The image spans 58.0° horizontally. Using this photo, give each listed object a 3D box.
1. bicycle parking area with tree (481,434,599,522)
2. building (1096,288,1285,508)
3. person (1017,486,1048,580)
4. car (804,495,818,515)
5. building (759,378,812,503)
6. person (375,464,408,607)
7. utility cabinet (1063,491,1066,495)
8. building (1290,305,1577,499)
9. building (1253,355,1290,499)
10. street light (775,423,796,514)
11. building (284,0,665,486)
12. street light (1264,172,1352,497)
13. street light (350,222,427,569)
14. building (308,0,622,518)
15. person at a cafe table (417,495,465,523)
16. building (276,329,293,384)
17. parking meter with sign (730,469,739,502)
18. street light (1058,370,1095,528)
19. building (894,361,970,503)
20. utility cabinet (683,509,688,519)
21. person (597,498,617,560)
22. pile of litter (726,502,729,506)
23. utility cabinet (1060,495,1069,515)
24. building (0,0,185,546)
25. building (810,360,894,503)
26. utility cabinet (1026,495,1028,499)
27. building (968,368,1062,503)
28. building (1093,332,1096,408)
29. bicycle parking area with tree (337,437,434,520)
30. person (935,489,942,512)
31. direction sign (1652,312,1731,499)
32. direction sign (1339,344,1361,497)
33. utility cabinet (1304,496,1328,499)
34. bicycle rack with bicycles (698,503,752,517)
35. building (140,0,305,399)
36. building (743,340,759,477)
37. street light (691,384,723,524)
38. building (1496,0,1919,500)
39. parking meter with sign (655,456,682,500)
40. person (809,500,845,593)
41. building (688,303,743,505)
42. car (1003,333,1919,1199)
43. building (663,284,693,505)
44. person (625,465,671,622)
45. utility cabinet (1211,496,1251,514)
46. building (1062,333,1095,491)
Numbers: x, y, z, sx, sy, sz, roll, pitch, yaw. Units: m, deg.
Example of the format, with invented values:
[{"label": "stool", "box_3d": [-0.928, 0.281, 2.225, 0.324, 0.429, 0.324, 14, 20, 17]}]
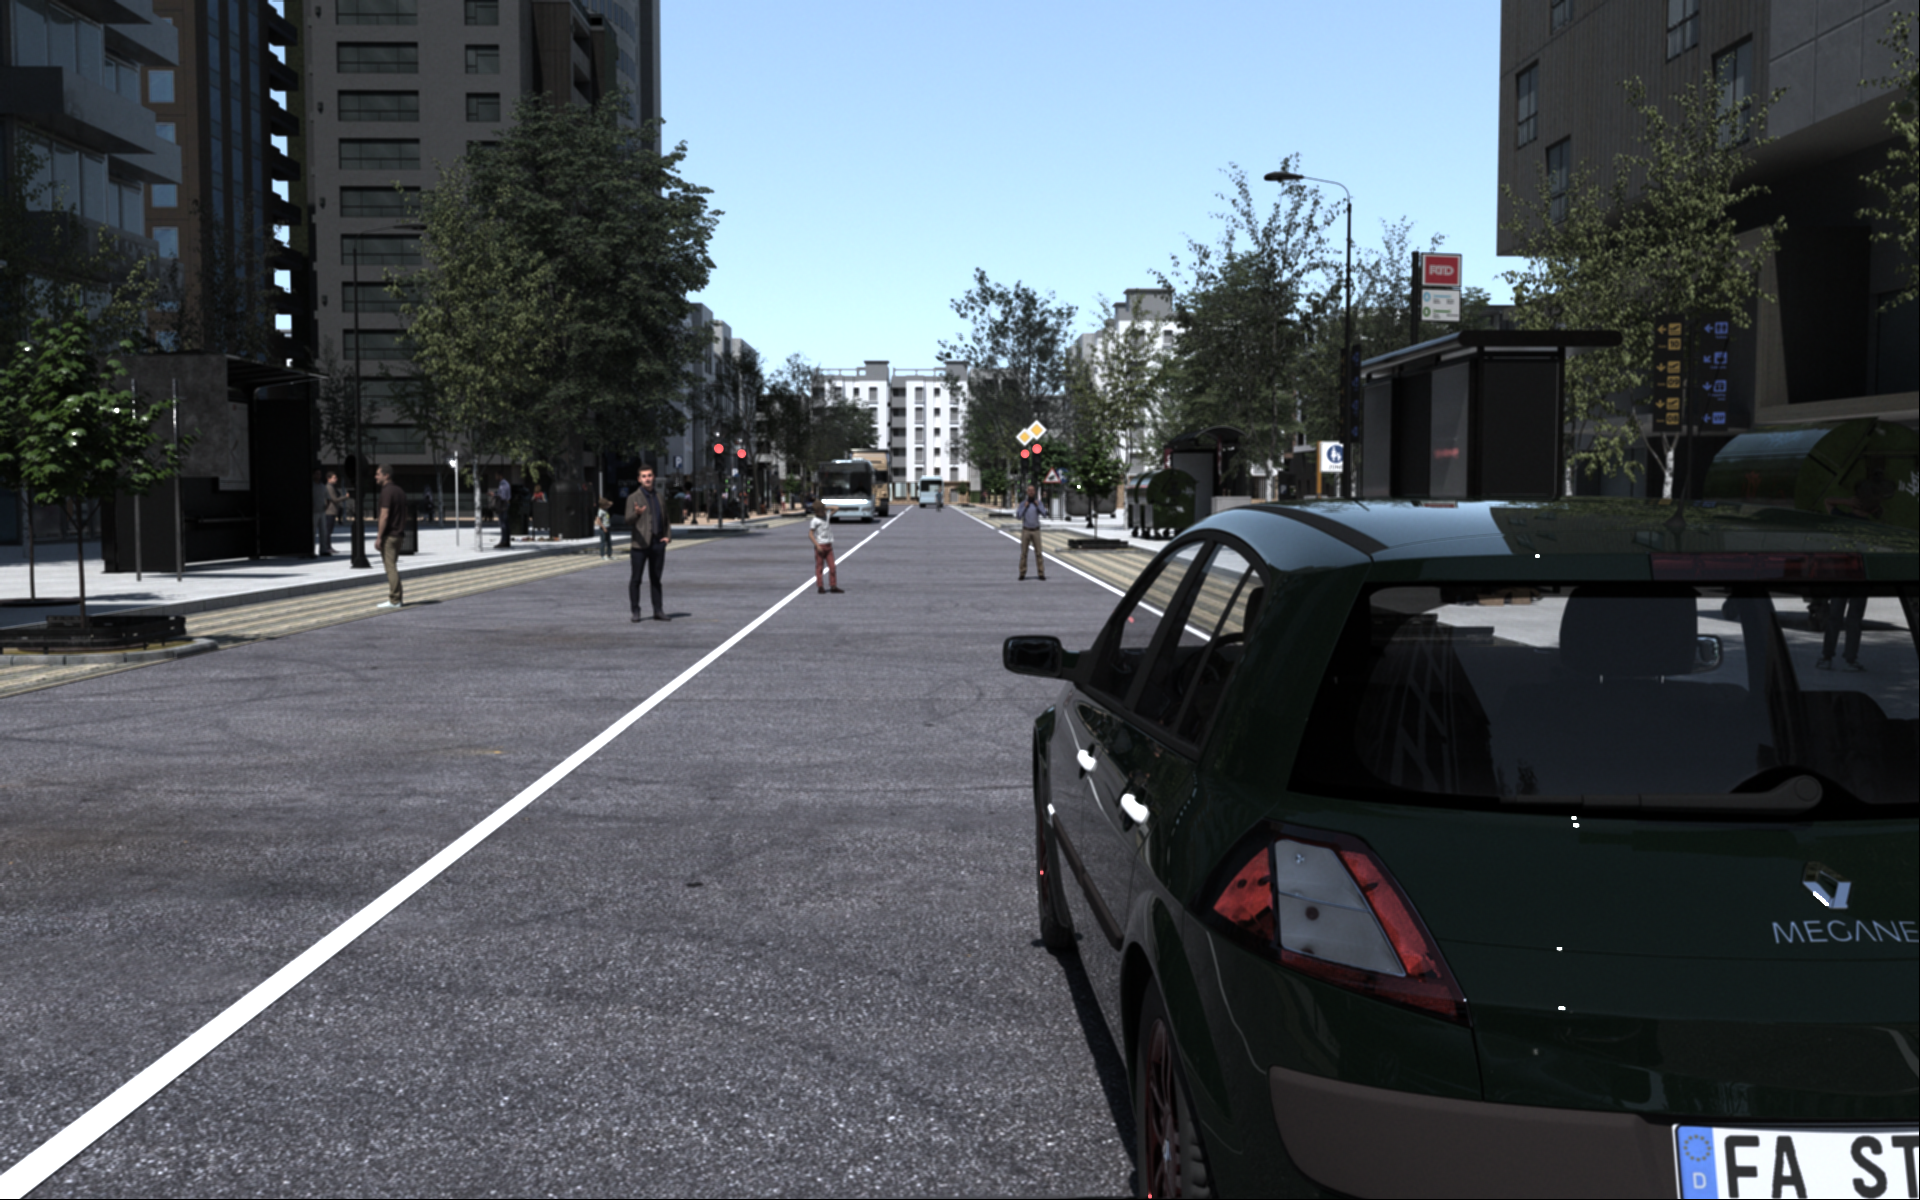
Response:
[{"label": "bicycle parking area with tree", "box_3d": [-19.464, -5.927, 83.903, 8.231, 4.147, 9.016, 0, 4, -6]}, {"label": "building", "box_3d": [21.781, -18.865, 164.864, 16.016, 20.091, 11.380, 0, 4, -1]}, {"label": "person", "box_3d": [1.201, -1.117, 28.819, 0.516, 1.574, 0.319, 0, 4, 5]}, {"label": "car", "box_3d": [-9.960, -6.678, 121.762, 1.945, 1.354, 3.894, 0, 4, -2]}, {"label": "building", "box_3d": [-37.689, -23.500, 250.677, 31.486, 18.905, 16.747, 0, 4, -1]}, {"label": "person", "box_3d": [-7.206, -0.808, 21.842, 0.434, 1.807, 0.598, 1, 4, 17]}, {"label": "utility cabinet", "box_3d": [7.244, -6.364, 112.736, 1.173, 1.500, 0.318, -2, 4, -28]}, {"label": "building", "box_3d": [57.905, -21.842, 201.087, 32.646, 21.610, 27.936, 0, 4, -1]}, {"label": "building", "box_3d": [48.966, -25.349, 258.431, 32.646, 21.610, 27.936, 0, 4, -1]}, {"label": "street light", "box_3d": [-11.447, -8.613, 113.369, 1.470, 5.913, 1.316, 0, 4, -1]}, {"label": "building", "box_3d": [-34.640, -35.810, 127.498, 21.231, 58.520, 28.212, 0, 4, -1]}, {"label": "street light", "box_3d": [5.078, -3.217, 25.138, 1.470, 5.913, 1.316, 0, 4, -1]}, {"label": "street light", "box_3d": [-9.805, -3.500, 29.759, 1.470, 5.913, 1.316, 0, 4, -1]}, {"label": "building", "box_3d": [-27.678, -20.041, 99.374, 14.160, 30.474, 14.107, 0, 4, -1]}, {"label": "person at a cafe table", "box_3d": [-23.200, -4.032, 76.790, 1.698, 1.238, 1.726, 3, 4, 38]}, {"label": "building", "box_3d": [-74.676, -21.281, 204.364, 11.380, 20.091, 16.016, 0, 4, -1]}, {"label": "parking meter with sign", "box_3d": [-15.334, -7.414, 117.486, 0.543, 3.016, 1.738, 0, 4, -1]}, {"label": "street light", "box_3d": [4.363, -5.658, 65.046, 1.470, 5.913, 1.316, 0, 4, -1]}, {"label": "building", "box_3d": [-4.420, -24.174, 251.657, 11.380, 20.091, 16.016, 0, 4, -1]}, {"label": "utility cabinet", "box_3d": [-14.317, -4.763, 89.031, 0.306, 1.237, 1.020, -2, 4, -28]}, {"label": "person", "box_3d": [-7.654, -1.538, 37.559, 0.340, 1.345, 0.435, 0, 4, 3]}, {"label": "pile of litter", "box_3d": [-14.931, -6.000, 112.060, 1.176, 0.858, 1.719, 3, 4, 36]}, {"label": "utility cabinet", "box_3d": [6.567, -5.841, 106.656, 0.306, 1.237, 1.020, -3, 5, -43]}, {"label": "building", "box_3d": [-37.039, -25.793, 41.329, 30.456, 49.044, 23.786, 0, 4, -1]}, {"label": "building", "box_3d": [-15.792, -24.142, 251.145, 11.380, 20.091, 16.016, 0, 4, -1]}, {"label": "utility cabinet", "box_3d": [5.371, -7.672, 136.595, 0.306, 1.237, 1.020, 2, 4, 33]}, {"label": "building", "box_3d": [17.006, -23.597, 252.266, 31.486, 18.905, 16.747, 0, 4, -1]}, {"label": "building", "box_3d": [21.755, -19.560, 176.224, 16.016, 20.091, 11.380, 0, 4, -1]}, {"label": "bicycle parking area with tree", "box_3d": [-32.023, -6.169, 87.861, 8.231, 4.147, 9.016, 2, 4, 32]}, {"label": "person", "box_3d": [-1.713, -8.130, 141.552, 0.598, 1.807, 0.434, -1, 4, -12]}, {"label": "direction sign", "box_3d": [9.169, -1.821, 21.777, 0.876, 3.537, 0.379, 1, 4, 17]}, {"label": "direction sign", "box_3d": [5.977, -2.116, 26.598, 0.379, 3.537, 0.876, 0, 4, -6]}, {"label": "utility cabinet", "box_3d": [15.089, -3.814, 73.526, 1.020, 1.237, 0.306, -2, 4, -24]}, {"label": "bicycle rack with bicycles", "box_3d": [-13.049, -5.116, 97.034, 2.925, 0.926, 2.852, 1, 4, 10]}, {"label": "building", "box_3d": [-44.179, -26.935, 90.503, 14.200, 45.320, 14.600, 0, 4, -1]}, {"label": "building", "box_3d": [-40.626, -20.659, 204.239, 31.486, 18.905, 16.747, 0, 4, -1]}, {"label": "street light", "box_3d": [-10.689, -6.147, 73.047, 1.470, 5.913, 1.316, 0, 4, -1]}, {"label": "building", "box_3d": [30.272, -27.568, 39.984, 28.713, 52.752, 27.495, 0, 4, -1]}, {"label": "parking meter with sign", "box_3d": [-13.662, -5.111, 79.833, 1.738, 3.016, 0.543, 2, 4, 28]}, {"label": "person", "box_3d": [-1.926, -0.772, 25.027, 0.340, 1.345, 0.435, 3, 5, 40]}, {"label": "building", "box_3d": [-32.439, -18.918, 175.761, 16.747, 18.905, 31.486, 0, 4, -1]}, {"label": "car", "box_3d": [1.136, 0.337, 4.279, 2.009, 1.686, 4.222, 0, 4, -1]}, {"label": "building", "box_3d": [-31.827, -18.186, 153.759, 16.016, 20.091, 11.380, 0, 4, -1]}, {"label": "person", "box_3d": [-3.444, -0.634, 19.396, 0.617, 1.759, 0.750, -2, 4, -29]}, {"label": "utility cabinet", "box_3d": [7.100, -2.092, 45.364, 1.020, 1.237, 0.306, -1, 4, -17]}, {"label": "building", "box_3d": [21.627, -20.314, 198.593, 16.747, 18.905, 31.486, 0, 4, -1]}]
